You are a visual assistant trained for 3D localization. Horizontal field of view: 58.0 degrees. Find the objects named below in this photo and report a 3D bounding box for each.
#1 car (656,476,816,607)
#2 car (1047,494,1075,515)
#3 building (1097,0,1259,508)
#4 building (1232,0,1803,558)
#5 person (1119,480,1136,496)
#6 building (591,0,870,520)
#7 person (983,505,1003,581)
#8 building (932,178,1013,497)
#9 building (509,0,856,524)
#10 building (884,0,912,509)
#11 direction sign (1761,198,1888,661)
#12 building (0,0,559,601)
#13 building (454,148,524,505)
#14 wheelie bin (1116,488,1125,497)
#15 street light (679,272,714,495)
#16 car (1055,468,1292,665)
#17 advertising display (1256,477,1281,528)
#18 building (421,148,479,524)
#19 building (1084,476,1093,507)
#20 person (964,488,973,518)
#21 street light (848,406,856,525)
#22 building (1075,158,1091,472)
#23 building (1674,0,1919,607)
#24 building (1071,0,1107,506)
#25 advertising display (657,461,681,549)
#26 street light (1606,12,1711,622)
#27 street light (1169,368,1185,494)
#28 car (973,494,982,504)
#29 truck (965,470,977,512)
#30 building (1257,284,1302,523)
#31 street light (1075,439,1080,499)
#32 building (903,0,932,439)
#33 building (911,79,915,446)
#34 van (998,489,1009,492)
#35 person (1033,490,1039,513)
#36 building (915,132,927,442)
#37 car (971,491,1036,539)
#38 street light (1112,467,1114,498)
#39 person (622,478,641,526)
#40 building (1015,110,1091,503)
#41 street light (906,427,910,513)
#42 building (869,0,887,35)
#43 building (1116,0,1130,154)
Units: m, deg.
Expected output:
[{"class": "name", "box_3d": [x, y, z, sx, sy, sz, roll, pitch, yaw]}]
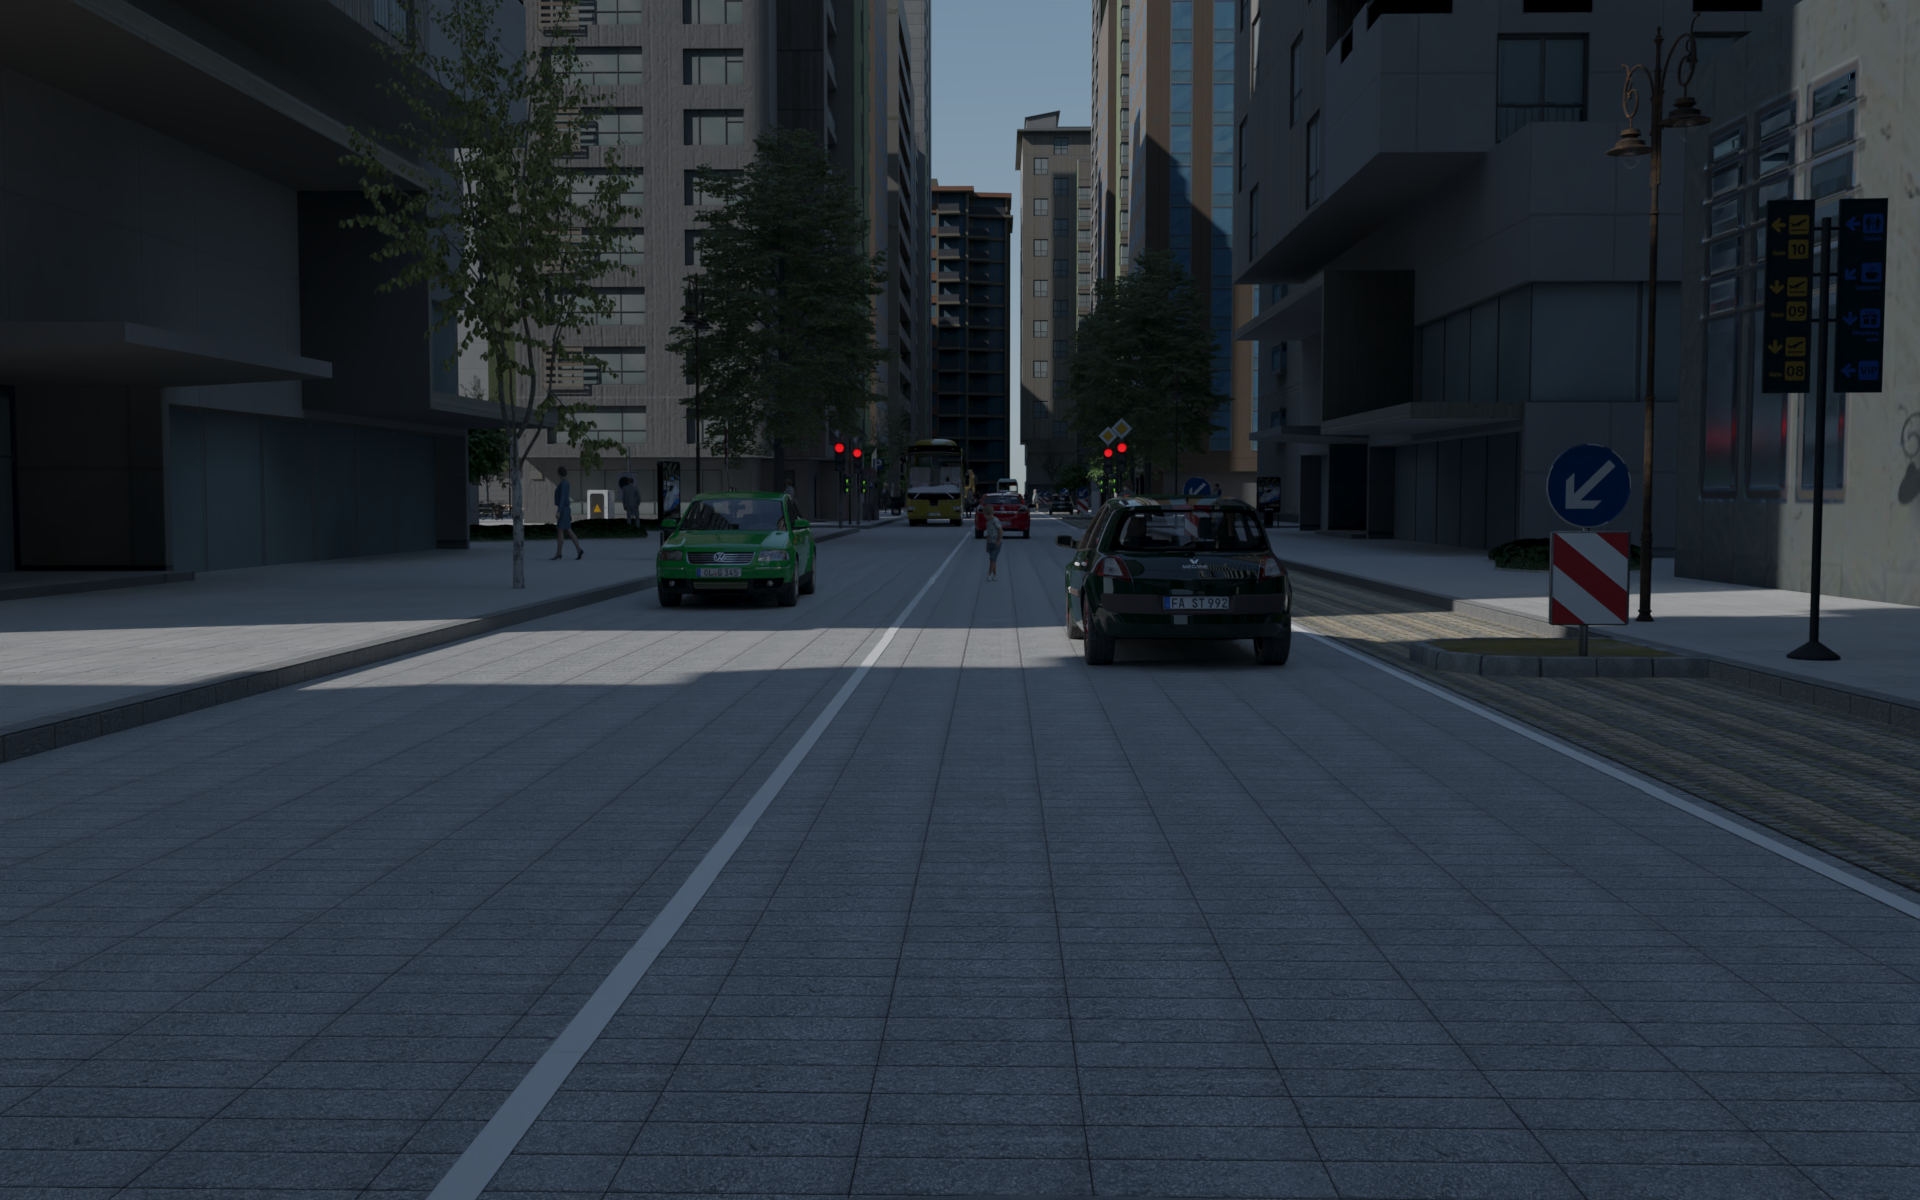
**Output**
[{"class": "car", "box_3d": [-2.960, -0.896, 23.453, 1.959, 1.807, 4.718, 0, 4, 0]}, {"class": "car", "box_3d": [7.074, -6.815, 121.208, 2.009, 1.686, 4.222, 0, 4, 3]}, {"class": "building", "box_3d": [19.613, -30.866, 154.764, 14.600, 45.320, 14.200, 0, 4, 1]}, {"class": "building", "box_3d": [22.678, -27.978, 46.682, 28.713, 52.752, 27.495, 0, 4, 1]}, {"class": "person", "box_3d": [4.167, -2.147, 43.871, 0.520, 1.790, 0.573, -2, 4, -26]}, {"class": "building", "box_3d": [-12.786, -25.592, 102.030, 14.154, 41.232, 14.086, 0, 4, 1]}, {"class": "person", "box_3d": [0.541, -0.937, 28.500, 0.352, 1.250, 0.332, 0, 4, 5]}, {"class": "building", "box_3d": [-7.030, -35.993, 243.115, 28.867, 44.769, 22.147, 0, 4, 1]}, {"class": "building", "box_3d": [-12.044, -24.243, 79.963, 14.154, 41.232, 14.086, 0, 4, 1]}, {"class": "building", "box_3d": [-15.619, -32.684, 158.089, 21.300, 48.544, 21.600, 0, 4, 1]}, {"class": "direction sign", "box_3d": [6.653, -1.309, 13.394, 0.876, 3.537, 0.379, 0, 4, 7]}, {"class": "building", "box_3d": [-22.846, -26.678, 25.421, 28.713, 52.752, 27.495, 0, 4, 1]}, {"class": "building", "box_3d": [-52.679, -40.928, 211.179, 28.212, 58.520, 21.231, 0, 4, 1]}, {"class": "wheelie bin", "box_3d": [8.615, -5.115, 91.541, 0.693, 1.594, 0.980, 0, 4, 8]}, {"class": "street light", "box_3d": [-5.495, -3.883, 36.282, 0.468, 5.910, 1.993, 0, 4, 1]}, {"class": "car", "box_3d": [1.904, -0.374, 15.903, 2.009, 1.686, 4.222, 0, 4, 0]}, {"class": "advertising display", "box_3d": [11.538, -3.643, 64.778, 0.974, 1.923, 0.123, -1, 4, -20]}, {"class": "building", "box_3d": [-28.595, -37.597, 52.971, 20.611, 71.187, 20.563, 0, 4, 1]}, {"class": "building", "box_3d": [28.883, -29.474, 173.774, 32.217, 40.220, 23.993, 0, 4, 1]}, {"class": "person", "box_3d": [0.498, -5.766, 102.958, 0.473, 1.802, 0.592, 3, 5, 45]}, {"class": "street light", "box_3d": [-4.635, -6.118, 72.813, 0.468, 5.910, 1.993, 0, 4, 1]}, {"class": "building", "box_3d": [21.214, -32.410, 213.504, 14.154, 41.232, 14.086, 0, 4, 1]}, {"class": "building", "box_3d": [21.871, -42.557, 8.482, 22.319, 86.520, 31.000, 0, 4, 1]}, {"class": "building", "box_3d": [23.302, -46.298, 195.222, 20.563, 71.187, 20.611, 0, 4, 1]}, {"class": "advertising display", "box_3d": [-5.670, -1.747, 33.774, 0.123, 1.923, 0.974, 1, 4, 11]}, {"class": "street light", "box_3d": [6.903, -2.721, 17.283, 0.468, 5.910, 1.993, 0, 4, 1]}, {"class": "street light", "box_3d": [7.950, -5.553, 63.573, 0.468, 5.910, 1.993, 0, 4, 1]}, {"class": "car", "box_3d": [1.912, -12.287, 209.934, 2.155, 1.783, 4.494, 0, 4, 3]}, {"class": "truck", "box_3d": [-0.213, -8.863, 140.827, 3.469, 3.379, 9.791, 0, 4, 2]}, {"class": "building", "box_3d": [25.440, -28.019, 81.807, 21.600, 48.544, 21.300, 0, 4, 1]}, {"class": "street light", "box_3d": [9.880, -10.576, 145.704, 0.468, 5.910, 1.993, 0, 4, 1]}, {"class": "building", "box_3d": [-14.066, -47.229, 210.438, 20.611, 71.187, 20.563, 0, 4, 1]}, {"class": "building", "box_3d": [-11.835, -32.167, 176.037, 14.600, 45.320, 14.200, 0, 4, 1]}, {"class": "van", "box_3d": [4.844, -11.377, 193.029, 2.013, 2.044, 4.112, 0, 4, 0]}, {"class": "person", "box_3d": [5.644, -7.316, 128.598, 0.515, 1.767, 0.782, 1, 4, 22]}, {"class": "building", "box_3d": [-10.887, -30.989, 190.261, 14.154, 41.232, 14.086, 0, 4, 1]}, {"class": "car", "box_3d": [1.416, -2.935, 57.031, 2.155, 1.783, 4.494, 0, 4, 2]}, {"class": "street light", "box_3d": [8.781, -7.738, 99.304, 0.468, 5.910, 1.993, 0, 4, 1]}, {"class": "person", "box_3d": [-10.487, -3.012, 55.384, 0.635, 1.810, 0.391, 0, 4, -3]}, {"class": "building", "box_3d": [21.654, -40.181, 246.201, 27.495, 52.752, 28.713, 0, 4, 1]}, {"class": "street light", "box_3d": [-3.604, -8.949, 119.103, 0.468, 5.910, 1.993, 0, 4, 1]}, {"class": "building", "box_3d": [-12.989, -29.654, 134.946, 14.600, 45.320, 14.200, 0, 4, 1]}, {"class": "building", "box_3d": [19.258, -27.748, 137.271, 14.154, 41.232, 14.086, 0, 4, 1]}]
